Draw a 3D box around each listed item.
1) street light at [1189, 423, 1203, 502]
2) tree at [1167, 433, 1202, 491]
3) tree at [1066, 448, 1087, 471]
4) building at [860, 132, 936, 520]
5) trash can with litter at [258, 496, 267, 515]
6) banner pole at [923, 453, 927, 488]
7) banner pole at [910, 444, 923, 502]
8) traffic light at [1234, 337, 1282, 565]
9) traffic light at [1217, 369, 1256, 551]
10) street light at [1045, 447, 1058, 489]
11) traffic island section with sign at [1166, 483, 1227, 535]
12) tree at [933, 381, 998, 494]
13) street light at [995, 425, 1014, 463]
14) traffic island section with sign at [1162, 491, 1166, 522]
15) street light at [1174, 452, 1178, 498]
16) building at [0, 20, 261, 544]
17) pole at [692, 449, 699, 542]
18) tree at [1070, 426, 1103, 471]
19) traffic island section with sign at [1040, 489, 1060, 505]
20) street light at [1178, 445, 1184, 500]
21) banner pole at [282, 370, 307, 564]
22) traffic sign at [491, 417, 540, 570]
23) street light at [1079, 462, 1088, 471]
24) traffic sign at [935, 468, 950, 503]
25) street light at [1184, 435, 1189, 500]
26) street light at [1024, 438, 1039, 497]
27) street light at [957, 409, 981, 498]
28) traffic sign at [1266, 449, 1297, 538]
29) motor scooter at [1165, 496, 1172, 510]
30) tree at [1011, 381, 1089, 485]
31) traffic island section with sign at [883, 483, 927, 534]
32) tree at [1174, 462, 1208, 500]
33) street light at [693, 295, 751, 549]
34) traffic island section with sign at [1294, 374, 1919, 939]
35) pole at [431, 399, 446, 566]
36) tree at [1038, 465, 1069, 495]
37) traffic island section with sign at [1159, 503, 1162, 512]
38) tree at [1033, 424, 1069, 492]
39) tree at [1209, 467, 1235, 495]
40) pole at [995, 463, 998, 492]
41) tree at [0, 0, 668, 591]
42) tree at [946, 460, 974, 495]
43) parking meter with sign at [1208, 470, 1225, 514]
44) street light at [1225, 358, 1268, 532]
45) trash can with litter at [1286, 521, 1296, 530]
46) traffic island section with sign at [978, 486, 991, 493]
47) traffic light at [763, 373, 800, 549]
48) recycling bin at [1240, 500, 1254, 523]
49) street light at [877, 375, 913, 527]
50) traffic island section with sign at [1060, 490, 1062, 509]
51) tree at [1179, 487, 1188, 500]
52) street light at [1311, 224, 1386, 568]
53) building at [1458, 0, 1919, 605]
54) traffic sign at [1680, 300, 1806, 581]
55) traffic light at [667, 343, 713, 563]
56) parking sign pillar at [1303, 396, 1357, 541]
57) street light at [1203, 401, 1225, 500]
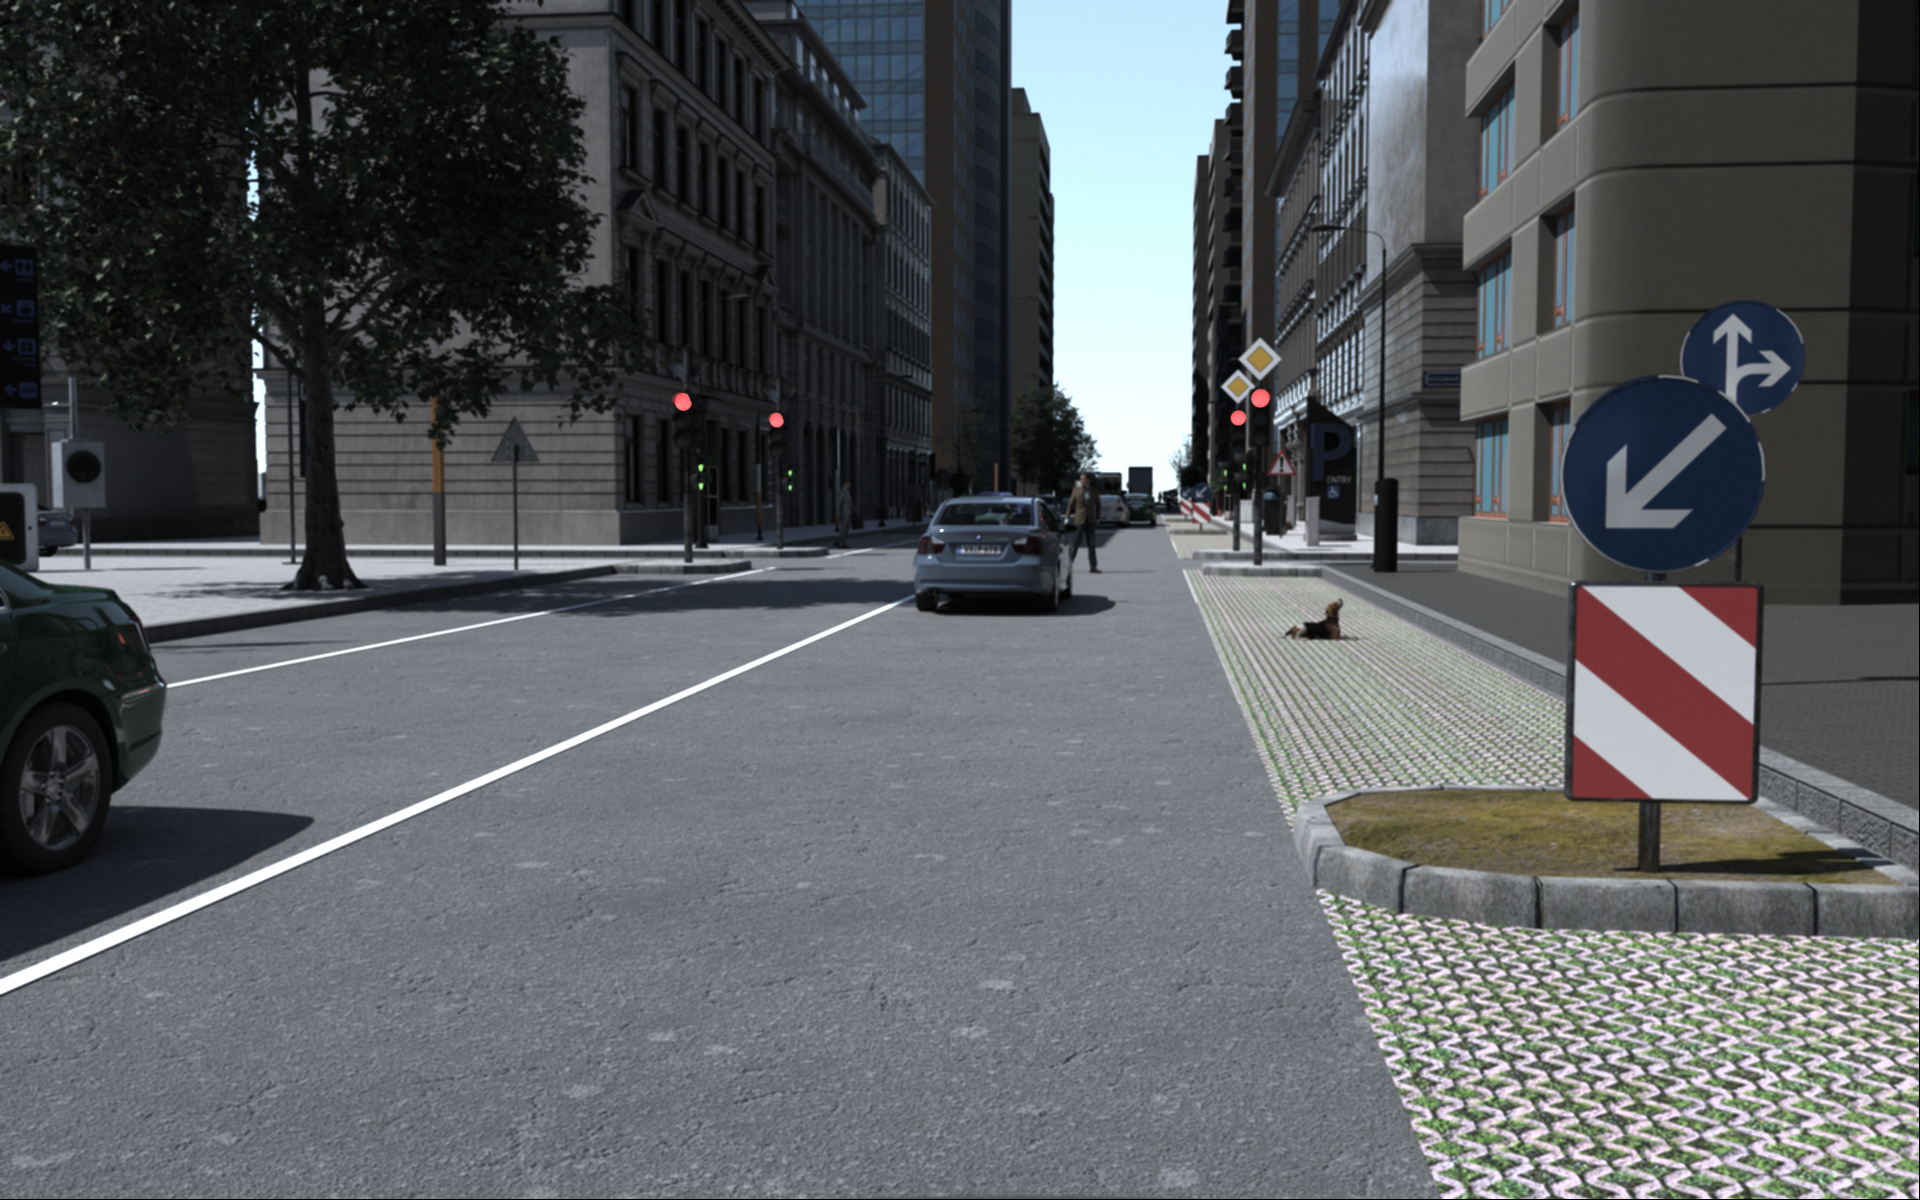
[{"bbox_3d":[15.962,-8.625,113.561,1.470,5.913,1.316,0,4,6],"label":"street light"},{"bbox_3d":[27.131,-15.713,207.261,4.360,8.622,3.978,0,3,0],"label":"tree"},{"bbox_3d":[14.803,-17.171,231.110,4.737,8.622,4.395,0,3,0],"label":"tree"},{"bbox_3d":[-7.278,-15.052,95.247,9.793,20.994,18.267,0,4,6],"label":"building"},{"bbox_3d":[-22.764,-2.849,57.639,1.678,1.210,2.233,1,4,21],"label":"trash can with litter"},{"bbox_3d":[-2.146,-6.303,93.079,0.863,3.779,0.401,-1,4,-19],"label":"banner pole"},{"bbox_3d":[-2.349,-5.939,87.116,0.401,3.779,0.863,-2,4,-27],"label":"banner pole"},{"bbox_3d":[5.347,-2.579,31.094,0.839,4.253,0.868,0,4,6],"label":"traffic light"},{"bbox_3d":[6.230,-3.065,39.030,0.839,4.253,0.868,0,4,6],"label":"traffic light"},{"bbox_3d":[9.004,-12.183,171.730,1.470,5.913,1.316,0,4,6],"label":"street light"},{"bbox_3d":[8.440,-3.235,61.524,1.989,1.847,2.006,0,4,6],"label":"traffic island section with sign"},{"bbox_3d":[0.573,-9.724,109.347,4.360,8.622,3.978,0,3,0],"label":"tree"},{"bbox_3d":[2.926,-8.793,116.299,1.470,5.913,1.316,0,4,6],"label":"street light"},{"bbox_3d":[11.467,-4.899,88.726,1.989,1.847,2.006,0,4,6],"label":"traffic island section with sign"},{"bbox_3d":[24.475,-13.279,189.644,1.470,5.913,1.316,0,4,6],"label":"street light"},{"bbox_3d":[-31.135,-12.259,49.585,18.267,20.994,9.793,0,4,6],"label":"building"},{"bbox_3d":[-6.972,-3.181,45.859,0.158,3.312,0.155,0,3,0],"label":"pole"},{"bbox_3d":[17.957,-20.850,266.656,9.928,11.665,9.643,0,3,0],"label":"tree"},{"bbox_3d":[6.796,-7.979,139.088,1.989,1.847,2.006,0,4,6],"label":"traffic island section with sign"},{"bbox_3d":[21.516,-11.625,162.605,1.470,5.913,1.316,0,4,6],"label":"street light"},{"bbox_3d":[-12.048,-2.555,31.796,0.863,3.779,0.401,-3,4,-39],"label":"banner pole"},{"bbox_3d":[-7.487,-1.782,29.147,0.884,2.594,0.081,1,4,12],"label":"traffic sign"},{"bbox_3d":[17.998,-17.164,253.174,1.470,5.913,1.316,0,4,6],"label":"street light"},{"bbox_3d":[-0.862,-5.239,85.765,0.768,2.556,0.104,1,4,13],"label":"traffic sign"},{"bbox_3d":[18.399,-9.938,135.035,1.470,5.913,1.316,0,4,6],"label":"street light"},{"bbox_3d":[5.906,-10.519,144.529,1.470,5.913,1.316,0,4,6],"label":"street light"},{"bbox_3d":[0.450,-7.476,94.775,1.470,5.913,1.316,0,4,6],"label":"street light"},{"bbox_3d":[9.279,-3.058,50.008,0.884,2.594,0.081,1,4,12],"label":"traffic sign"},{"bbox_3d":[17.967,-8.327,148.930,0.815,1.314,1.986,1,4,8],"label":"motor scooter"},{"bbox_3d":[9.422,-17.458,192.095,9.857,13.997,8.962,0,3,0],"label":"tree"},{"bbox_3d":[-1.669,-3.327,63.022,1.989,1.847,2.006,0,4,6],"label":"traffic island section with sign"},{"bbox_3d":[23.312,-11.690,174.842,4.285,4.588,4.351,0,3,0],"label":"tree"},{"bbox_3d":[-5.557,-4.161,40.575,1.470,5.913,1.316,0,4,6],"label":"street light"},{"bbox_3d":[2.319,0.126,6.567,1.989,1.847,2.006,0,4,6],"label":"traffic island section with sign"},{"bbox_3d":[-9.336,-2.273,31.004,0.158,3.312,0.155,0,3,0],"label":"pole"},{"bbox_3d":[12.128,-13.585,205.832,4.285,4.588,4.351,0,3,0],"label":"tree"},{"bbox_3d":[16.897,-7.885,137.544,1.989,1.847,2.006,0,4,6],"label":"traffic island section with sign"},{"bbox_3d":[9.369,-14.105,180.977,4.360,8.622,3.978,0,3,0],"label":"tree"},{"bbox_3d":[16.673,-7.000,109.043,1.663,3.219,1.824,0,3,0],"label":"tree"},{"bbox_3d":[2.406,-7.330,113.695,0.158,3.312,0.155,0,3,0],"label":"pole"},{"bbox_3d":[-8.724,-6.487,23.078,9.611,12.733,9.660,0,3,0],"label":"tree"},{"bbox_3d":[0.047,-6.377,98.861,1.663,3.219,1.824,0,3,0],"label":"tree"},{"bbox_3d":[16.581,-7.057,111.643,0.543,3.016,1.738,-2,4,-24],"label":"parking meter with sign"},{"bbox_3d":[9.921,-5.303,59.243,1.470,5.913,1.316,0,4,6],"label":"street light"},{"bbox_3d":[11.435,-3.091,61.933,1.055,1.170,0.624,0,4,-7],"label":"trash can with litter"},{"bbox_3d":[1.302,-4.965,89.814,1.989,1.847,2.006,0,4,6],"label":"traffic island section with sign"},{"bbox_3d":[-4.169,-3.134,40.167,0.839,4.253,0.868,0,4,6],"label":"traffic light"},{"bbox_3d":[12.871,-3.914,76.542,0.722,1.027,0.722,-3,5,-41],"label":"recycling bin"},{"bbox_3d":[-2.526,-5.822,67.737,1.470,5.913,1.316,0,4,6],"label":"street light"},{"bbox_3d":[9.841,-9.659,166.547,1.989,1.847,2.006,0,4,6],"label":"traffic island section with sign"},{"bbox_3d":[32.983,-15.725,251.699,1.663,3.219,1.824,0,3,0],"label":"tree"},{"bbox_3d":[6.735,-3.508,29.898,1.470,5.913,1.316,0,4,6],"label":"street light"},{"bbox_3d":[20.525,-10.251,12.649,27.650,21.520,28.899,0,4,6],"label":"building"},{"bbox_3d":[5.166,-0.698,11.511,0.768,2.556,0.104,1,4,13],"label":"traffic sign"},{"bbox_3d":[-5.052,-2.649,32.231,0.839,4.253,0.868,0,4,6],"label":"traffic light"},{"bbox_3d":[10.173,-3.608,47.467,1.447,3.967,1.447,0,4,-5],"label":"parking sign pillar"},{"bbox_3d":[13.030,-6.971,86.518,1.470,5.913,1.316,0,4,6],"label":"street light"}]
